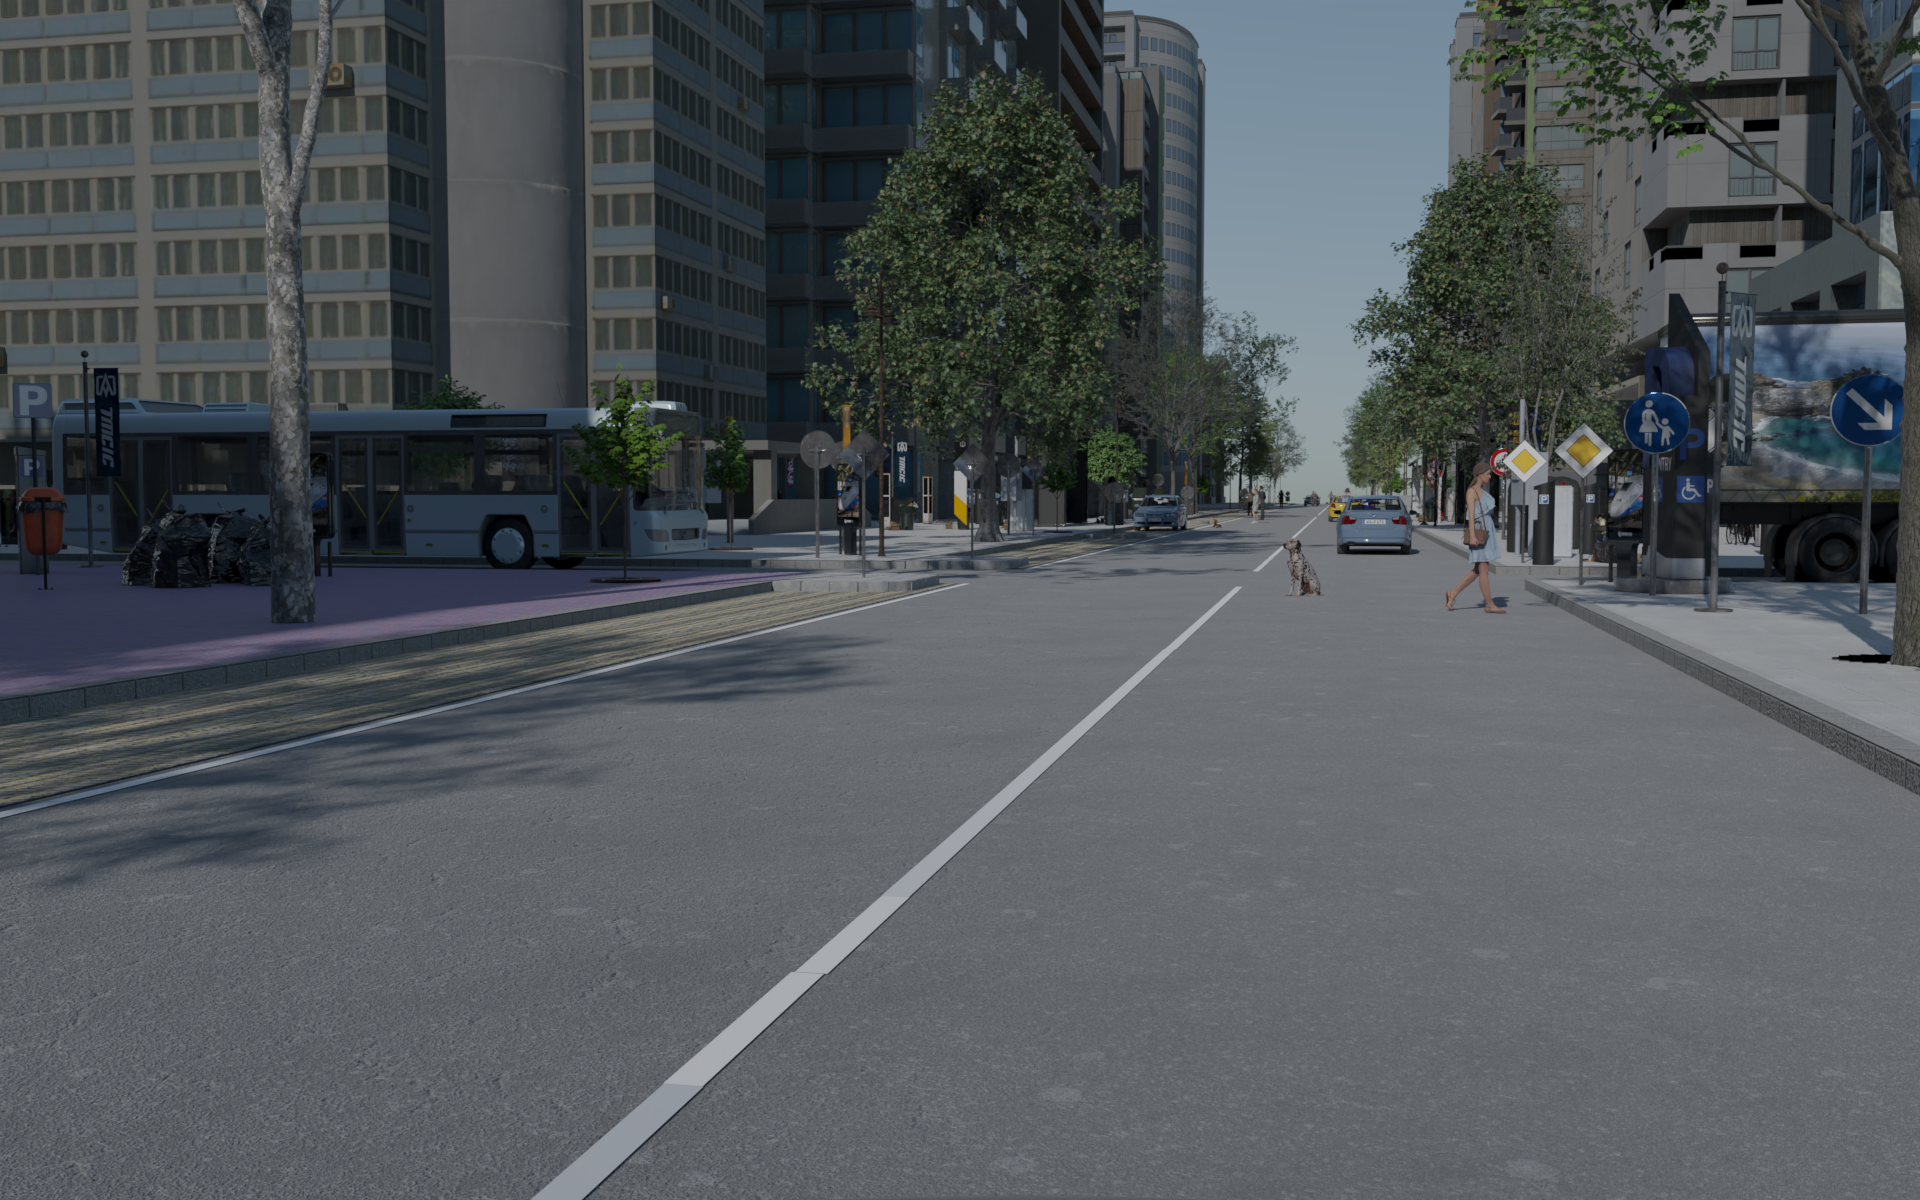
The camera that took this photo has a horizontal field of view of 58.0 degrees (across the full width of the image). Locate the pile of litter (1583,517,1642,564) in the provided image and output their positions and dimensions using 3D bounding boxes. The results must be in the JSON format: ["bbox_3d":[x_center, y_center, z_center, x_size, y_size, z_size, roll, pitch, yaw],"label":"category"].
[{"bbox_3d":[12.336,-1.138,32.575,1.176,0.858,1.719,1,4,8],"label":"pile of litter"}]

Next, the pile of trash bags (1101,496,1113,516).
[{"bbox_3d":[8.577,-5.611,101.497,1.912,1.369,3.447,0,4,-6],"label":"pile of trash bags"}]

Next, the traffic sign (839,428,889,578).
[{"bbox_3d":[-1.473,-1.401,26.550,0.795,2.450,0.064,1,4,12],"label":"traffic sign"}]

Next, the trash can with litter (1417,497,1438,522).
[{"bbox_3d":[21.333,-4.128,78.881,1.055,1.170,0.624,-3,5,-40],"label":"trash can with litter"}]

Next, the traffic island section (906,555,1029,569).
[{"bbox_3d":[0.221,-0.742,34.415,2.009,0.180,2.903,1,4,12],"label":"traffic island section"}]

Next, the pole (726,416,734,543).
[{"bbox_3d":[-6.025,-3.149,45.337,0.158,3.312,0.155,0,3,0],"label":"pole"}]

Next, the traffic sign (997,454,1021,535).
[{"bbox_3d":[1.529,-3.326,54.493,0.768,2.556,0.104,1,4,17],"label":"traffic sign"}]

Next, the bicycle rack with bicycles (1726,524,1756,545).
[{"bbox_3d":[19.740,-1.923,44.819,2.925,0.926,2.852,-3,5,-43],"label":"bicycle rack with bicycles"}]

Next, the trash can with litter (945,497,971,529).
[{"bbox_3d":[-0.113,-3.178,63.342,1.055,1.170,0.624,0,4,1],"label":"trash can with litter"}]

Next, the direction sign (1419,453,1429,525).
[{"bbox_3d":[19.281,-4.884,71.854,0.379,3.537,0.876,2,4,26],"label":"direction sign"}]

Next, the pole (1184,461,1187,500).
[{"bbox_3d":[14.031,-6.956,107.580,0.158,3.312,0.155,0,3,0],"label":"pole"}]

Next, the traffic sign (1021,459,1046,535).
[{"bbox_3d":[2.295,-3.231,54.017,0.795,2.450,0.064,1,4,14],"label":"traffic sign"}]

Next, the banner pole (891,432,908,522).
[{"bbox_3d":[-2.470,-4.858,69.446,0.863,3.779,0.401,0,4,-4],"label":"banner pole"}]

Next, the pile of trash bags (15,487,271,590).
[{"bbox_3d":[-11.210,-0.882,24.177,3.447,1.369,1.912,-2,4,-31],"label":"pile of trash bags"}]

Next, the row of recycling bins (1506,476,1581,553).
[{"bbox_3d":[13.183,-1.962,39.198,1.069,1.692,3.534,2,4,34],"label":"row of recycling bins"}]

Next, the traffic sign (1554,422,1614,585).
[{"bbox_3d":[8.723,-1.263,24.290,0.795,2.450,0.064,1,4,12],"label":"traffic sign"}]

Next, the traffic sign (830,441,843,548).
[{"bbox_3d":[-2.786,-2.528,41.438,0.768,2.556,0.104,1,4,17],"label":"traffic sign"}]

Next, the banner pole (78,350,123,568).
[{"bbox_3d":[-15.022,-2.461,30.249,0.863,3.779,0.401,0,4,8],"label":"banner pole"}]

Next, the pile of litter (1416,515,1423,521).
[{"bbox_3d":[22.778,-4.290,84.098,1.719,0.858,1.176,-1,4,-19],"label":"pile of litter"}]

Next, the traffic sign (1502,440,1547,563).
[{"bbox_3d":[10.442,-1.740,32.089,0.795,2.450,0.064,1,4,12],"label":"traffic sign"}]

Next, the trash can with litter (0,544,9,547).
[{"bbox_3d":[-23.719,-1.858,41.436,1.678,1.210,2.233,0,4,-6],"label":"trash can with litter"}]

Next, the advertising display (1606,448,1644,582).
[{"bbox_3d":[9.530,-1.192,24.699,0.123,1.923,0.974,-1,4,-10],"label":"advertising display"}]

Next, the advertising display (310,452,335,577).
[{"bbox_3d":[-10.169,-1.334,27.025,0.974,1.923,0.123,2,4,24],"label":"advertising display"}]

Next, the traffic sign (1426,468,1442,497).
[{"bbox_3d":[22.672,-5.065,82.917,0.768,2.556,0.104,1,4,16],"label":"traffic sign"}]

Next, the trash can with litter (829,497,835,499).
[{"bbox_3d":[-5.604,-3.999,76.763,0.624,1.170,1.055,1,4,11],"label":"trash can with litter"}]

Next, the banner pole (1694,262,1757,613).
[{"bbox_3d":[8.428,-1.769,18.936,0.863,3.779,0.401,-2,4,-33],"label":"banner pole"}]

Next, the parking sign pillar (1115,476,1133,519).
[{"bbox_3d":[8.501,-6.214,90.064,1.447,3.967,1.447,2,4,29],"label":"parking sign pillar"}]

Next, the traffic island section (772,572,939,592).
[{"bbox_3d":[-1.498,-0.265,26.617,2.009,0.180,2.903,1,4,12],"label":"traffic island section"}]

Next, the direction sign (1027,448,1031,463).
[{"bbox_3d":[3.332,-5.068,74.864,0.876,3.537,0.379,1,4,15],"label":"direction sign"}]

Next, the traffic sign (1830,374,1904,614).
[{"bbox_3d":[9.654,-1.121,18.434,0.768,2.556,0.104,1,4,21],"label":"traffic sign"}]

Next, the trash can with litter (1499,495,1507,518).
[{"bbox_3d":[28.758,-4.924,91.566,1.678,1.210,2.233,-2,4,-33],"label":"trash can with litter"}]

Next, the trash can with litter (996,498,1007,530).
[{"bbox_3d":[1.980,-3.047,61.200,1.055,1.170,0.624,1,4,21],"label":"trash can with litter"}]

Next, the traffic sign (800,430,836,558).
[{"bbox_3d":[-2.860,-2.116,34.706,0.768,2.556,0.104,1,4,15],"label":"traffic sign"}]

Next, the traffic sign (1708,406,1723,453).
[{"bbox_3d":[10.134,-1.462,24.007,0.768,2.556,0.104,1,4,20],"label":"traffic sign"}]

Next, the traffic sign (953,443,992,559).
[{"bbox_3d":[0.246,-1.878,34.348,0.795,2.450,0.064,1,4,12],"label":"traffic sign"}]

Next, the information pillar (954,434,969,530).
[{"bbox_3d":[0.046,-4.317,61.930,0.504,3.616,0.183,1,4,23],"label":"information pillar"}]

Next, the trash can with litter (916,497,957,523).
[{"bbox_3d":[-1.111,-4.000,76.460,2.233,1.210,1.678,2,4,28],"label":"trash can with litter"}]

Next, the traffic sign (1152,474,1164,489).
[{"bbox_3d":[12.372,-6.610,108.180,0.768,2.556,0.104,1,4,19],"label":"traffic sign"}]

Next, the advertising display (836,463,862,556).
[{"bbox_3d":[-2.302,-1.905,36.356,0.123,1.923,0.974,-2,4,-33],"label":"advertising display"}]

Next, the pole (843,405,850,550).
[{"bbox_3d":[-2.598,-2.807,39.733,0.158,3.312,0.155,0,3,0],"label":"pole"}]

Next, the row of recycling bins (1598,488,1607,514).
[{"bbox_3d":[28.115,-4.343,78.124,3.534,1.692,1.069,2,4,32],"label":"row of recycling bins"}]

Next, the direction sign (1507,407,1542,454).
[{"bbox_3d":[14.712,-3.255,45.217,0.876,3.537,0.379,3,4,37],"label":"direction sign"}]

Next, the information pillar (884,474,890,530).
[{"bbox_3d":[-2.650,-3.516,61.973,0.304,2.012,0.304,0,4,-3],"label":"information pillar"}]

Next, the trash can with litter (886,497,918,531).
[{"bbox_3d":[-2.045,-3.031,60.952,1.055,1.170,0.624,-2,4,-31],"label":"trash can with litter"}]

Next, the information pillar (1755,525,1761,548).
[{"bbox_3d":[19.320,-2.269,41.588,0.304,2.012,0.304,0,4,7],"label":"information pillar"}]

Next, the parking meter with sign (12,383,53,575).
[{"bbox_3d":[-15.005,-1.943,28.022,0.543,3.016,1.738,-2,4,-30],"label":"parking meter with sign"}]

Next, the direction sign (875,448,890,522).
[{"bbox_3d":[-3.584,-5.369,79.773,0.876,3.537,0.379,-3,5,-43],"label":"direction sign"}]

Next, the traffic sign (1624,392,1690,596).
[{"bbox_3d":[8.732,-1.325,21.768,0.768,2.556,0.104,1,4,20],"label":"traffic sign"}]

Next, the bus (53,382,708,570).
[{"bbox_3d":[-10.614,-2.326,32.897,13.247,3.499,2.948,1,4,13],"label":"bus"}]

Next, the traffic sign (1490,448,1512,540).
[{"bbox_3d":[15.155,-2.945,48.257,0.768,2.556,0.104,1,4,17],"label":"traffic sign"}]

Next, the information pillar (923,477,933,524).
[{"bbox_3d":[-1.373,-4.238,73.785,0.304,2.012,0.304,2,4,35],"label":"information pillar"}]

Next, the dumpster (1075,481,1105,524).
[{"bbox_3d":[5.630,-4.279,75.712,1.264,1.857,1.865,1,4,12],"label":"dumpster"}]
